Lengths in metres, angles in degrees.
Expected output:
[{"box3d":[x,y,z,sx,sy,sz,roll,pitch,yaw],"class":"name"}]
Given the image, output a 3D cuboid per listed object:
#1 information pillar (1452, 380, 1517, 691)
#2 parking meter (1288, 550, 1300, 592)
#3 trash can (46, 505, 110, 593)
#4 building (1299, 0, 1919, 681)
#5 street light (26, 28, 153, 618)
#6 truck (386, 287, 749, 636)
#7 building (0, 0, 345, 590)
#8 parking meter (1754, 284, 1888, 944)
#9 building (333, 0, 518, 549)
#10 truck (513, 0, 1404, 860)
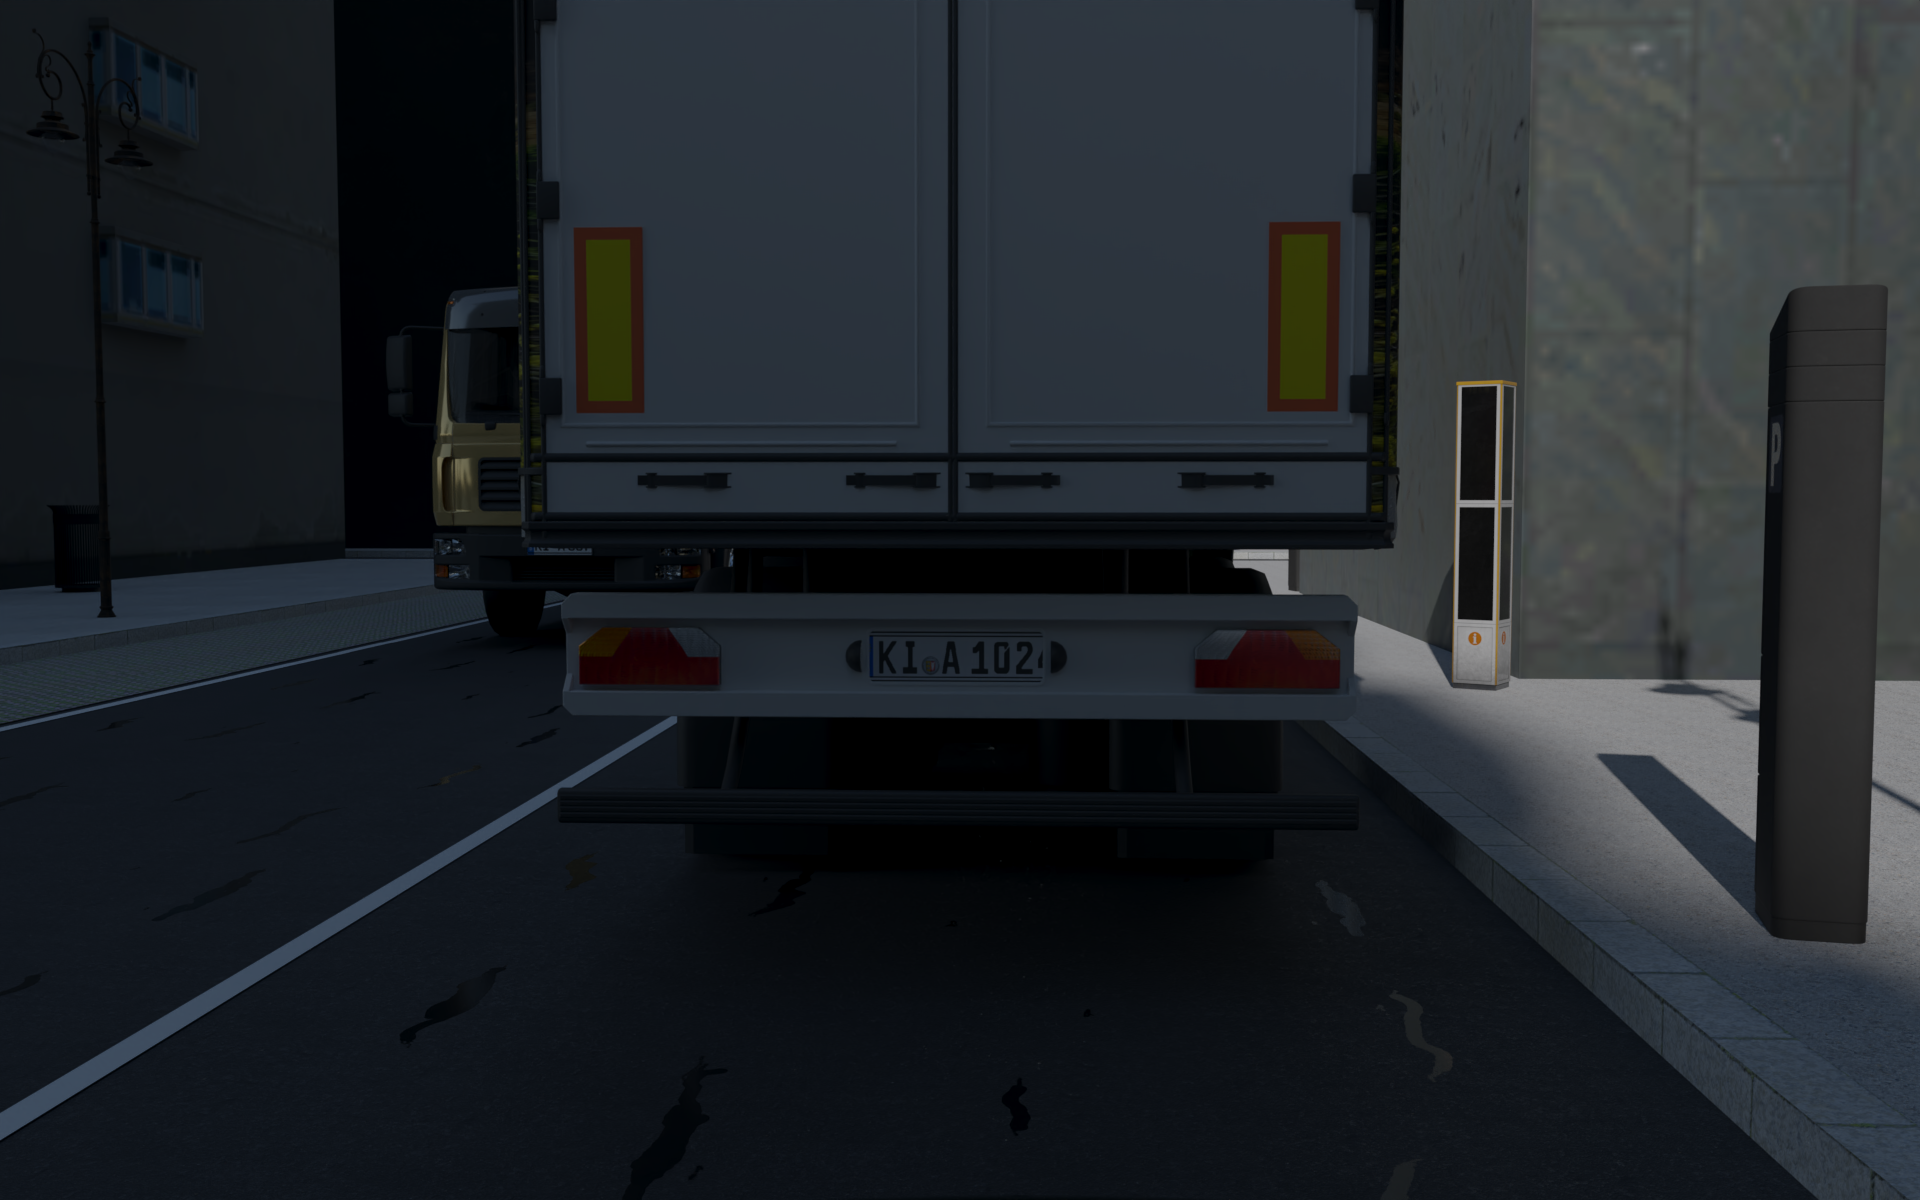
[{"box3d":[3.454,-0.424,11.417,0.304,2.012,0.304,2,4,35],"class":"information pillar"},{"box3d":[4.518,-1.052,22.913,0.255,1.863,0.399,0,4,-6],"class":"parking meter"},{"box3d":[-11.550,-0.677,22.725,0.748,1.137,0.748,0,3,0],"class":"trash can"},{"box3d":[14.772,-42.273,3.831,22.319,86.520,31.000,0,4,3],"class":"building"},{"box3d":[-8.885,-2.756,17.856,0.468,5.910,1.993,0,4,3],"class":"street light"},{"box3d":[-3.340,-1.447,19.590,3.469,3.379,9.791,0,4,4],"class":"truck"},{"box3d":[-23.253,-24.416,22.901,21.600,48.544,21.300,0,4,3],"class":"building"},{"box3d":[2.519,0.038,5.088,0.255,1.863,0.399,1,4,16],"class":"parking meter"},{"box3d":[-13.914,-13.346,47.892,12.332,23.373,15.834,0,4,3],"class":"building"},{"box3d":[0.258,-1.306,10.261,2.839,4.237,11.283,0,4,3],"class":"truck"}]
